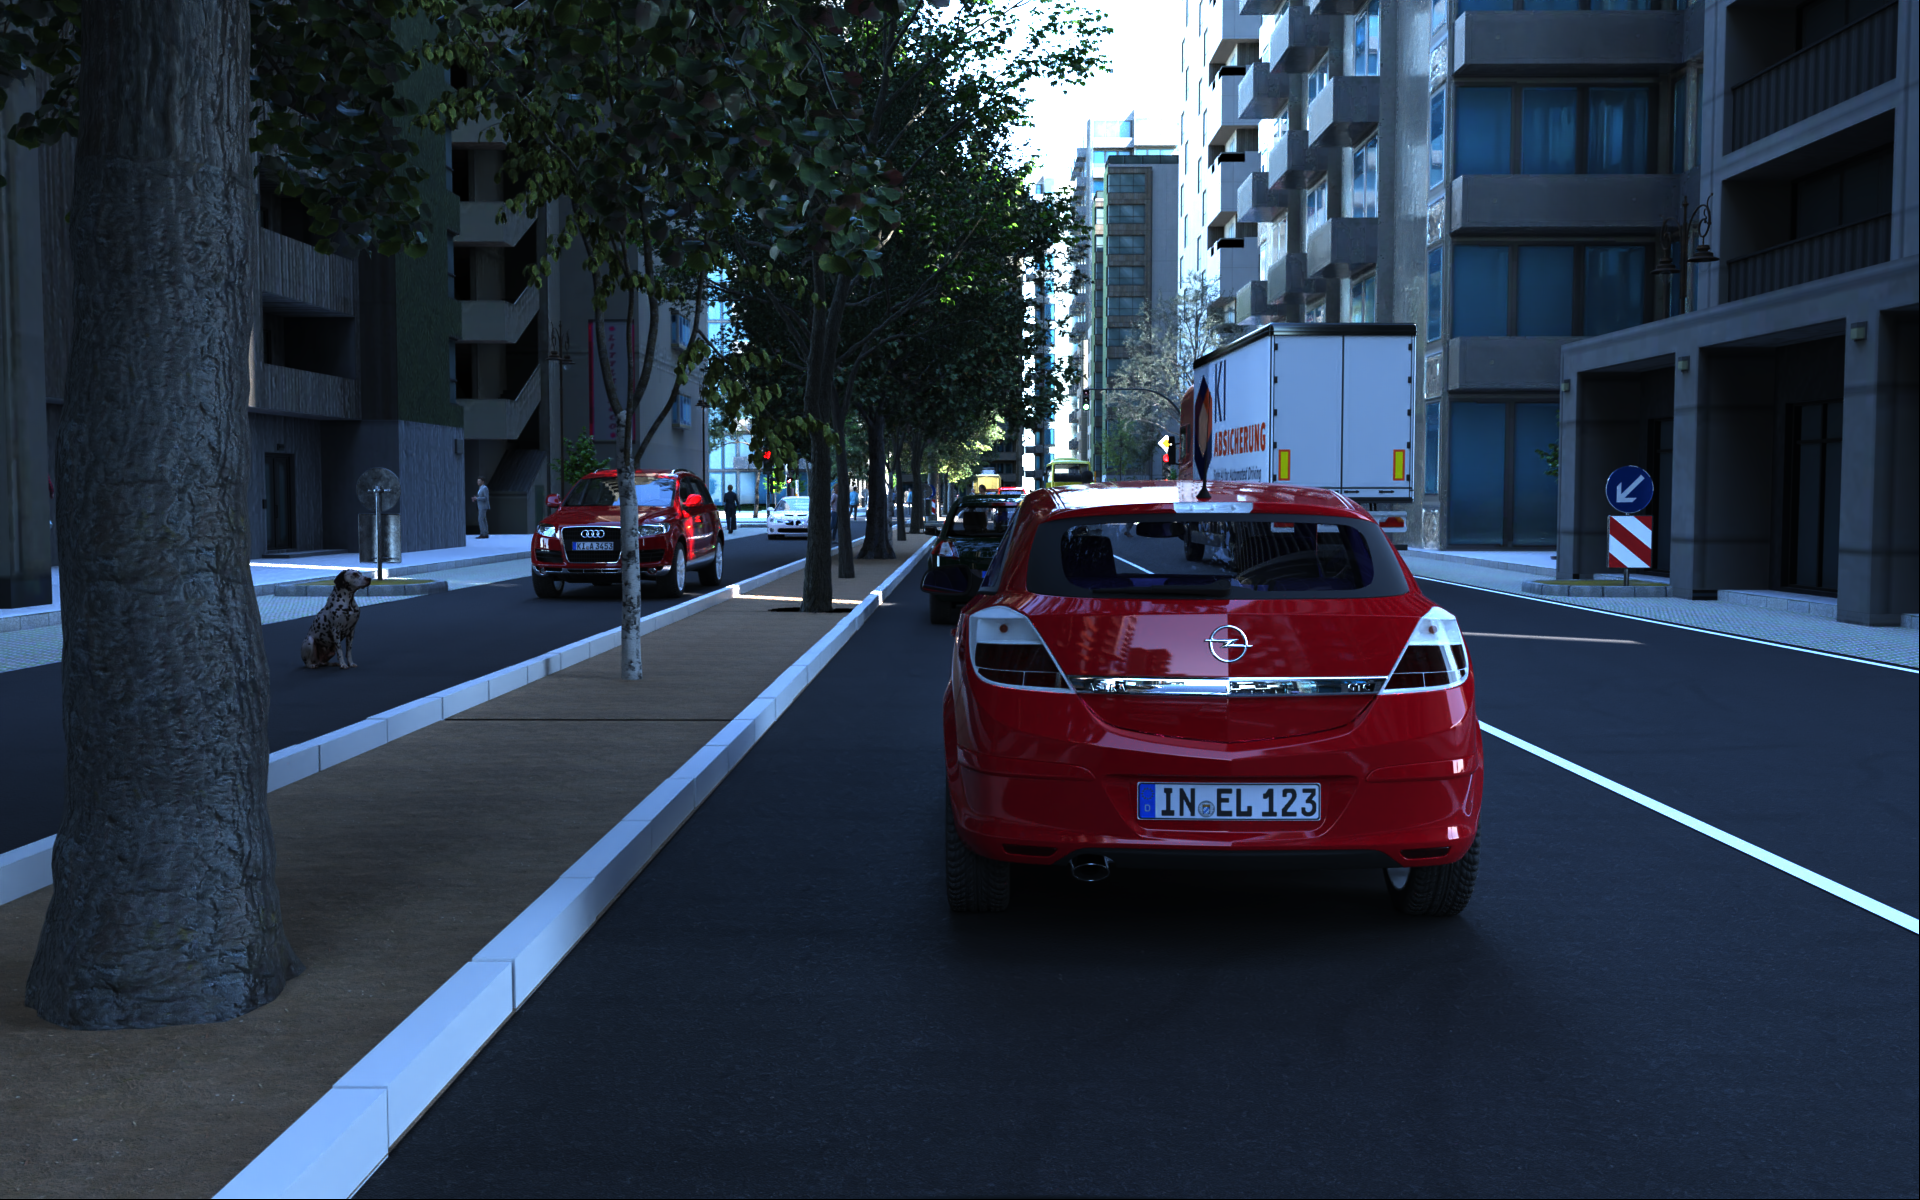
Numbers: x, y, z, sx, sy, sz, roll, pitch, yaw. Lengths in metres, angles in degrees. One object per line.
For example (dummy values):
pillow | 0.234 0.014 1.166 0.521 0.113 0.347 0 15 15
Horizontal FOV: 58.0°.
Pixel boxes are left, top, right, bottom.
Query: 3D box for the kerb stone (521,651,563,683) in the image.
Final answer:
kerb stone | -3.297 0.538 13.502 0.120 0.150 1.000 0 4 1

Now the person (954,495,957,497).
person | -0.640 -9.198 159.341 0.683 1.767 0.568 -1 4 -19

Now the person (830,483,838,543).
person | -3.741 -2.505 50.125 0.598 1.740 0.731 0 4 6

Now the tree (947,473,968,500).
tree | -0.969 -11.243 136.639 4.737 8.622 4.395 0 3 0

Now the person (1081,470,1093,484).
person | 2.023 -1.106 26.765 0.511 1.800 0.466 1 4 20

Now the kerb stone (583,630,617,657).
kerb stone | -3.265 0.407 15.547 0.120 0.150 1.000 0 4 1

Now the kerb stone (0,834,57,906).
kerb stone | -3.373 0.978 6.329 0.120 0.150 1.000 0 4 1

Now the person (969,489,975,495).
person | 0.874 -6.147 109.396 0.834 1.777 0.661 2 4 23

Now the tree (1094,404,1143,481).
tree | 12.884 -11.479 138.049 4.737 8.622 4.395 0 3 0

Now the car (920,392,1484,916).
car | 0.881 0.101 7.389 2.155 1.783 4.494 0 4 2

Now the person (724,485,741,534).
person | -8.250 -3.281 62.558 0.576 1.772 0.534 -2 4 -33

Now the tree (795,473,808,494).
tree | -12.525 -8.366 131.382 1.663 3.219 1.824 0 3 0

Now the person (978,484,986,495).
person | 0.671 -2.724 53.782 0.466 1.731 0.760 0 4 -7

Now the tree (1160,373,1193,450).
tree | 14.843 -9.453 104.913 4.360 8.622 3.978 0 3 0

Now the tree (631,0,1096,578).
tree | -1.897 -5.660 29.408 8.767 10.594 7.601 0 4 1

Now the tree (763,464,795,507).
tree | -11.423 -6.856 106.701 1.663 3.219 1.824 0 3 0

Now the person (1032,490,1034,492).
person | 6.409 -8.588 149.190 0.573 1.790 0.520 3 4 39

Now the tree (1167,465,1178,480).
tree | 14.270 -7.409 115.736 1.663 3.219 1.824 0 3 0

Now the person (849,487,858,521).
person | -5.614 -5.027 90.708 0.660 1.820 0.620 2 4 25

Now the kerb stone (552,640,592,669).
kerb stone | -3.282 0.471 14.525 0.120 0.150 1.000 0 4 1

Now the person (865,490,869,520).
person | -4.890 -5.233 94.802 0.466 1.731 0.760 3 5 39

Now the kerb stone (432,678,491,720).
kerb stone | -3.317 0.658 11.439 0.120 0.150 1.000 0 4 1

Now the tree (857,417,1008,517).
tree | -1.281 -11.810 105.918 12.009 13.543 11.850 0 3 0

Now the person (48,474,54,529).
person | -12.975 -1.113 24.208 0.580 1.828 0.573 0 4 -4

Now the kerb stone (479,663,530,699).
kerb stone | -3.304 0.598 12.461 0.120 0.150 1.000 0 4 1

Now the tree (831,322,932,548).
tree | -1.884 -5.705 46.094 4.360 8.622 3.978 0 3 0

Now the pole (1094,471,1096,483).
pole | 12.089 -9.856 154.982 0.158 3.312 0.155 0 3 0

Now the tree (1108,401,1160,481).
tree | 13.056 -10.661 124.676 4.360 8.622 3.978 0 3 0

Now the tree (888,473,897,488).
tree | -9.071 -13.674 207.280 4.285 4.588 4.351 0 3 0

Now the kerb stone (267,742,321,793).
kerb stone | -3.351 0.846 8.372 0.120 0.150 1.000 0 4 1

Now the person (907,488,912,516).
person | -3.231 -6.509 114.779 0.638 1.841 0.748 -3 4 -36

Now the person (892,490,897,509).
person | -6.462 -9.666 166.529 1.348 1.826 0.705 -3 5 -42

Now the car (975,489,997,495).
car | 2.223 -7.230 126.890 2.281 1.827 5.304 0 4 -1

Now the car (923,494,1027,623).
car | 0.544 -0.658 20.547 2.009 1.686 4.222 0 4 1

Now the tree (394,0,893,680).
tree | -2.490 -3.670 12.832 4.737 8.622 4.395 0 3 0

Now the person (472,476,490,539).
person | -13.881 -2.678 50.033 0.583 1.804 0.606 -3 4 -37

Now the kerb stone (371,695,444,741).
kerb stone | -3.332 0.720 10.418 0.120 0.150 1.000 0 4 1

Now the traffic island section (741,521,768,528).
traffic island section | -8.297 -3.212 74.792 2.009 0.180 2.903 0 4 1

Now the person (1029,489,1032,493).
person | 4.602 -6.482 115.053 0.524 1.755 0.480 1 4 22

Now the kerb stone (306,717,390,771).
kerb stone | -3.339 0.788 9.396 0.120 0.150 1.000 0 4 1

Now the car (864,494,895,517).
car | -5.135 -6.214 111.381 2.009 1.686 4.222 0 3 0

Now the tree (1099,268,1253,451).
tree | 12.533 -11.200 93.497 12.009 13.543 11.850 0 3 0

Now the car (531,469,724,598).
car | -4.806 -1.036 25.620 2.281 1.827 5.304 0 4 2

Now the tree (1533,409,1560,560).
tree | 12.110 -2.394 33.737 1.663 3.219 1.824 0 3 0

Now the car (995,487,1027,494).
car | 2.741 -5.226 94.114 2.281 1.827 5.304 0 4 -1

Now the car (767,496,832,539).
car | -5.184 -2.694 56.409 2.083 1.381 4.827 0 4 -1

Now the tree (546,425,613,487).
tree | -10.498 -3.310 48.718 1.663 3.219 1.824 0 3 0

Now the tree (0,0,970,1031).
tree | -2.285 -5.841 4.613 9.857 13.997 8.962 0 3 0

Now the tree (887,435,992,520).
tree | -1.446 -10.710 95.700 7.486 12.596 7.792 0 3 0

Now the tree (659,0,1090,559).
tree | -1.839 -7.252 38.033 9.611 12.733 9.660 0 3 0

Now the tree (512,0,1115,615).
tree | -1.620 -5.646 20.524 9.928 11.665 9.643 0 3 0

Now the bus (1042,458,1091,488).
bus | 7.170 -7.626 116.229 2.896 3.916 12.252 0 4 1
